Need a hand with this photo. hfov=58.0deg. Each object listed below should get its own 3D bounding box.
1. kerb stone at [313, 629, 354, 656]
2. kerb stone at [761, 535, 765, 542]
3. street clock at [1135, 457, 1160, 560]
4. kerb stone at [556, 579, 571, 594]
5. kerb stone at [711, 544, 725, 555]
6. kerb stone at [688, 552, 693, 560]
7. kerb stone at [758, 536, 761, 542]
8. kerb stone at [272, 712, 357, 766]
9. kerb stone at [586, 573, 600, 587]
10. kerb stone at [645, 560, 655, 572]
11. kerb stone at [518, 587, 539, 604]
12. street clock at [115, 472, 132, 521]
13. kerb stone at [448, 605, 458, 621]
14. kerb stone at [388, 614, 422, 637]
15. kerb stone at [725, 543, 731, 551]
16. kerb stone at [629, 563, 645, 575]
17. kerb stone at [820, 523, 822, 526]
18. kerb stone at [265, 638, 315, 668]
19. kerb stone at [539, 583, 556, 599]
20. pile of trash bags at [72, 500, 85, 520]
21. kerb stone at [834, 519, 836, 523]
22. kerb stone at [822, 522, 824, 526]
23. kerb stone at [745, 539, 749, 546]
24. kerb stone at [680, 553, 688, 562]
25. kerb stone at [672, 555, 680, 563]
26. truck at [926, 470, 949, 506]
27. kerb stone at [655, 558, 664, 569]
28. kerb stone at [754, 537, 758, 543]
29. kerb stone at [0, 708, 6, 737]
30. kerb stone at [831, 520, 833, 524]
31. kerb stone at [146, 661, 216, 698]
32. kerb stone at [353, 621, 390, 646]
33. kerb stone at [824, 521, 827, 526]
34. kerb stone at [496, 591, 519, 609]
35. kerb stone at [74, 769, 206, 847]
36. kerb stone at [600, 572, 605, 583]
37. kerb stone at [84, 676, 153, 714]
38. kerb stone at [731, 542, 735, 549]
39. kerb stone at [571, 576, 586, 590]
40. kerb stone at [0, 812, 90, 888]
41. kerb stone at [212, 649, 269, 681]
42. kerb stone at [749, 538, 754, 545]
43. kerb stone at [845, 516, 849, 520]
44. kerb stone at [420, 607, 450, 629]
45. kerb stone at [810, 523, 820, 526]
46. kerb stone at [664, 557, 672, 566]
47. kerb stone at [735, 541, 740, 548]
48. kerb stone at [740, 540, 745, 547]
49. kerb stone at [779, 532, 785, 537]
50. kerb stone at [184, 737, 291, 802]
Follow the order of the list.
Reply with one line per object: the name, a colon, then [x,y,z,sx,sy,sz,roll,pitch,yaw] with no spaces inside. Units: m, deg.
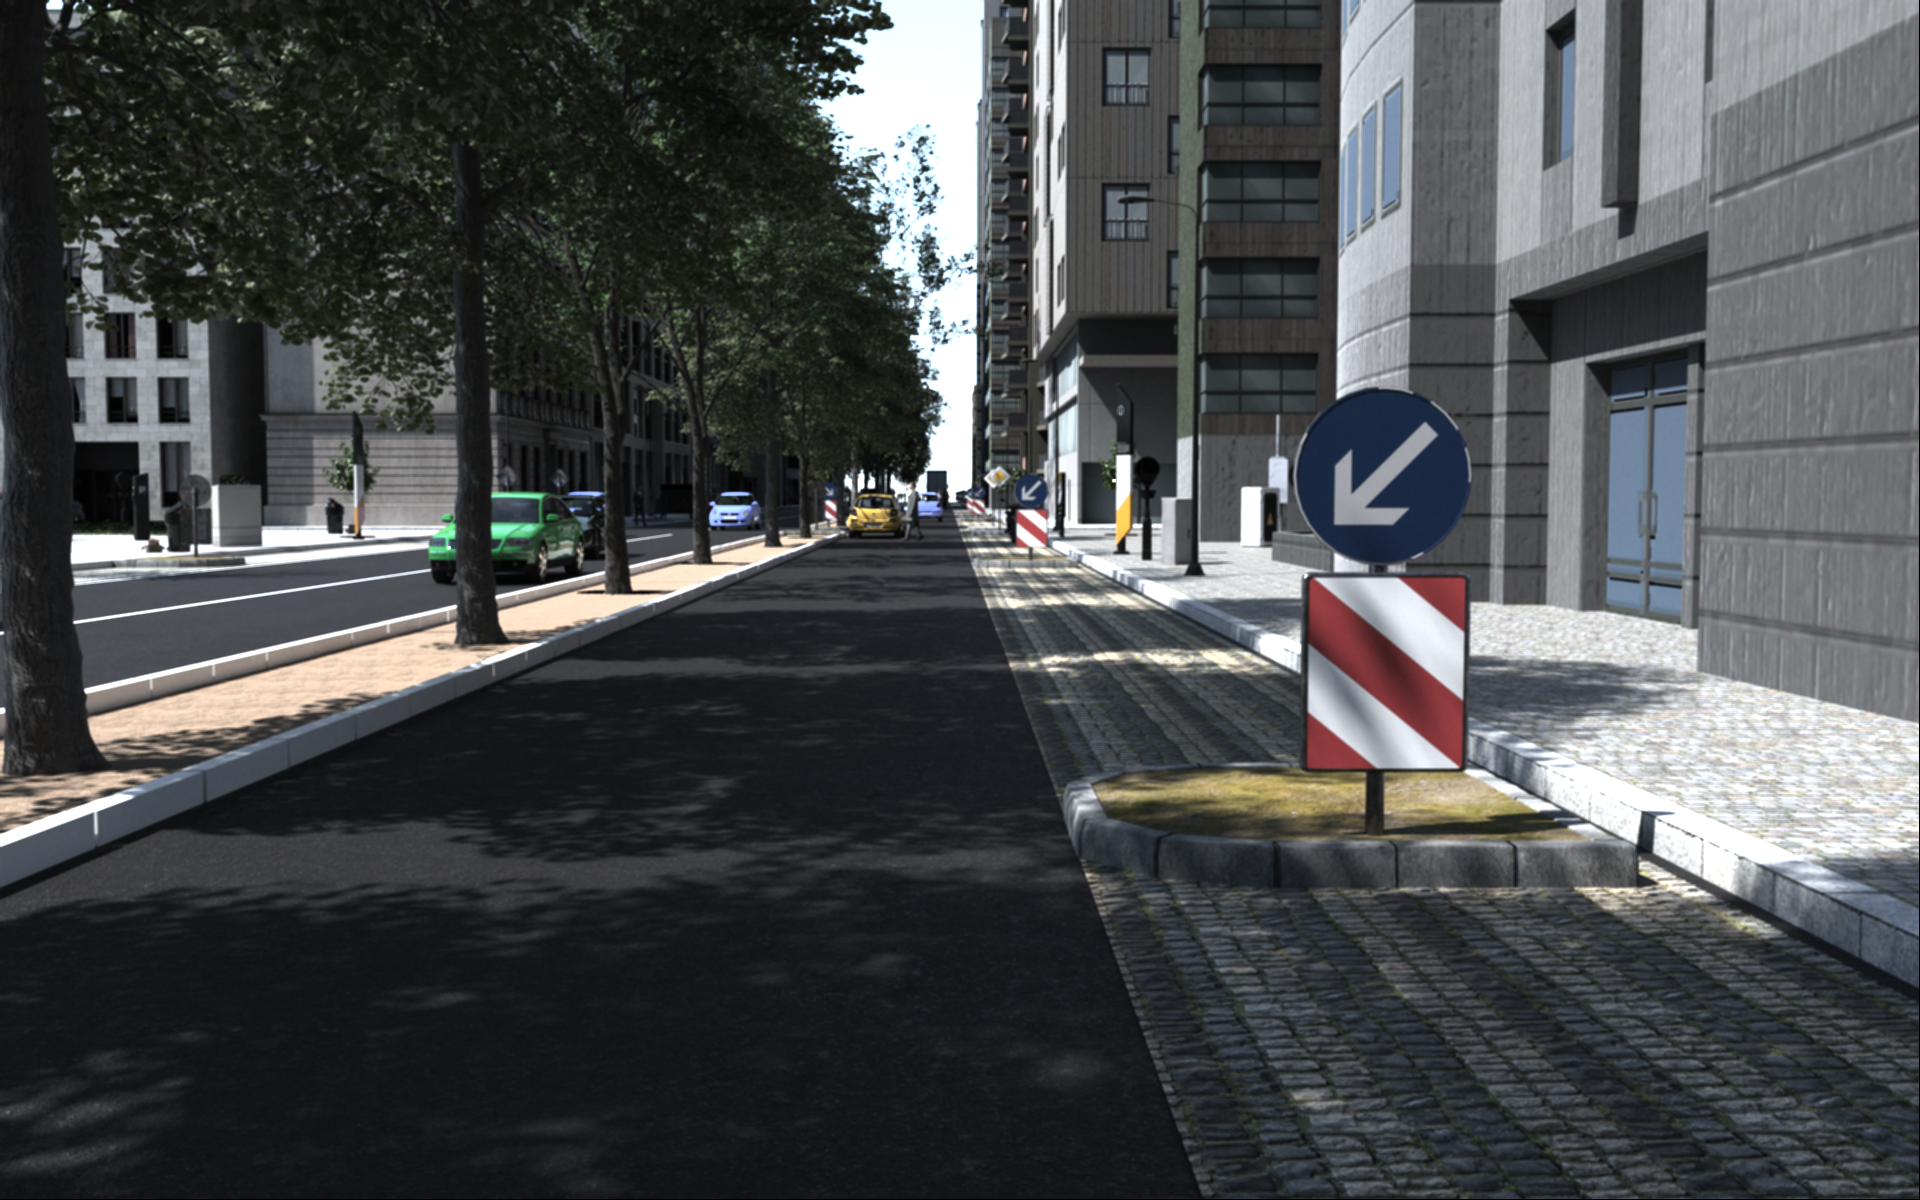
kerb stone: [-5.729,0.402,15.654,0.120,0.150,1.000,0,4,0]
kerb stone: [-5.991,-1.793,51.569,0.120,0.150,1.000,0,4,0]
street clock: [3.631,-1.775,33.591,0.471,2.002,0.358,0,4,6]
kerb stone: [-5.798,-0.166,24.911,0.120,0.150,1.000,0,4,0]
kerb stone: [-5.929,-1.231,42.324,0.120,0.150,1.000,0,4,0]
kerb stone: [-5.882,-0.918,37.197,0.120,0.150,1.000,0,4,0]
kerb stone: [-5.988,-1.734,50.542,0.120,0.150,1.000,0,4,0]
kerb stone: [-3.580,0.772,9.580,0.120,0.150,1.000,0,4,0]
kerb stone: [-5.805,-0.291,26.955,0.120,0.150,1.000,0,4,0]
kerb stone: [-5.840,-0.605,32.084,0.120,0.150,1.000,0,4,0]
kerb stone: [-5.776,-0.041,22.865,0.120,0.150,1.000,0,4,0]
street clock: [-27.886,-3.254,57.776,0.358,2.002,0.471,3,4,38]
kerb stone: [-5.754,0.149,19.780,0.120,0.150,1.000,0,4,0]
kerb stone: [-5.734,0.275,17.705,0.120,0.150,1.000,0,4,0]
kerb stone: [-5.928,-1.286,43.349,0.120,0.150,1.000,0,4,0]
kerb stone: [-5.841,-0.538,31.062,0.120,0.150,1.000,0,4,0]
kerb stone: [-6.164,-3.208,74.649,0.120,0.150,1.000,0,4,0]
kerb stone: [-5.713,0.463,14.632,0.120,0.150,1.000,0,4,0]
kerb stone: [-5.783,-0.104,23.888,0.120,0.150,1.000,0,4,0]
pile of trash bags: [-31.080,-2.960,58.147,3.447,1.369,1.912,0,4,4]
kerb stone: [-6.228,-3.767,83.900,0.120,0.150,1.000,0,4,0]
kerb stone: [-6.168,-3.271,75.671,0.120,0.150,1.000,0,4,0]
kerb stone: [-5.967,-1.545,47.456,0.120,0.150,1.000,0,4,0]
kerb stone: [-5.874,-0.855,36.175,0.120,0.150,1.000,0,4,0]
kerb stone: [-5.865,-0.789,35.151,0.120,0.150,1.000,0,4,0]
truck: [-2.757,-13.450,208.827,2.839,4.237,11.283,0,4,0]
kerb stone: [-5.853,-0.667,33.106,0.120,0.150,1.000,0,4,0]
kerb stone: [-5.976,-1.671,49.510,0.120,0.150,1.000,0,4,0]
kerb stone: [-5.681,0.716,10.525,0.120,0.150,1.000,0,4,0]
kerb stone: [-6.214,-3.642,81.848,0.120,0.150,1.000,0,4,0]
kerb stone: [-5.699,0.588,12.582,0.120,0.150,1.000,0,4,0]
kerb stone: [-5.736,0.340,16.677,0.120,0.150,1.000,0,4,0]
kerb stone: [-6.185,-3.397,77.729,0.120,0.150,1.000,0,4,0]
kerb stone: [-5.773,0.022,21.839,0.120,0.150,1.000,0,4,0]
kerb stone: [-3.565,0.900,7.530,0.120,0.150,1.000,0,4,0]
kerb stone: [-5.817,-0.354,27.983,0.120,0.150,1.000,0,4,0]
kerb stone: [-5.693,0.651,11.558,0.120,0.150,1.000,0,4,0]
kerb stone: [-5.941,-1.356,44.371,0.120,0.150,1.000,0,4,0]
kerb stone: [-5.805,-0.229,25.933,0.120,0.150,1.000,0,4,0]
kerb stone: [-3.555,0.960,6.501,0.120,0.150,1.000,0,4,0]
kerb stone: [-5.707,0.525,13.610,0.120,0.150,1.000,0,4,0]
kerb stone: [-5.967,-1.608,48.483,0.120,0.150,1.000,0,4,0]
kerb stone: [-6.339,-4.714,99.267,0.120,0.150,1.000,0,4,0]
kerb stone: [-5.751,0.215,18.741,0.120,0.150,1.000,0,4,0]
kerb stone: [-6.157,-3.145,73.624,0.120,0.150,1.000,0,4,0]
kerb stone: [-5.868,-0.730,34.128,0.120,0.150,1.000,0,4,0]
kerb stone: [-5.945,-1.417,45.407,0.120,0.150,1.000,0,4,0]
kerb stone: [-5.953,-1.480,46.429,0.120,0.150,1.000,0,4,0]
kerb stone: [-6.045,-2.236,58.752,0.120,0.150,1.000,0,4,0]
kerb stone: [-3.568,0.834,8.552,0.120,0.150,1.000,0,4,0]
